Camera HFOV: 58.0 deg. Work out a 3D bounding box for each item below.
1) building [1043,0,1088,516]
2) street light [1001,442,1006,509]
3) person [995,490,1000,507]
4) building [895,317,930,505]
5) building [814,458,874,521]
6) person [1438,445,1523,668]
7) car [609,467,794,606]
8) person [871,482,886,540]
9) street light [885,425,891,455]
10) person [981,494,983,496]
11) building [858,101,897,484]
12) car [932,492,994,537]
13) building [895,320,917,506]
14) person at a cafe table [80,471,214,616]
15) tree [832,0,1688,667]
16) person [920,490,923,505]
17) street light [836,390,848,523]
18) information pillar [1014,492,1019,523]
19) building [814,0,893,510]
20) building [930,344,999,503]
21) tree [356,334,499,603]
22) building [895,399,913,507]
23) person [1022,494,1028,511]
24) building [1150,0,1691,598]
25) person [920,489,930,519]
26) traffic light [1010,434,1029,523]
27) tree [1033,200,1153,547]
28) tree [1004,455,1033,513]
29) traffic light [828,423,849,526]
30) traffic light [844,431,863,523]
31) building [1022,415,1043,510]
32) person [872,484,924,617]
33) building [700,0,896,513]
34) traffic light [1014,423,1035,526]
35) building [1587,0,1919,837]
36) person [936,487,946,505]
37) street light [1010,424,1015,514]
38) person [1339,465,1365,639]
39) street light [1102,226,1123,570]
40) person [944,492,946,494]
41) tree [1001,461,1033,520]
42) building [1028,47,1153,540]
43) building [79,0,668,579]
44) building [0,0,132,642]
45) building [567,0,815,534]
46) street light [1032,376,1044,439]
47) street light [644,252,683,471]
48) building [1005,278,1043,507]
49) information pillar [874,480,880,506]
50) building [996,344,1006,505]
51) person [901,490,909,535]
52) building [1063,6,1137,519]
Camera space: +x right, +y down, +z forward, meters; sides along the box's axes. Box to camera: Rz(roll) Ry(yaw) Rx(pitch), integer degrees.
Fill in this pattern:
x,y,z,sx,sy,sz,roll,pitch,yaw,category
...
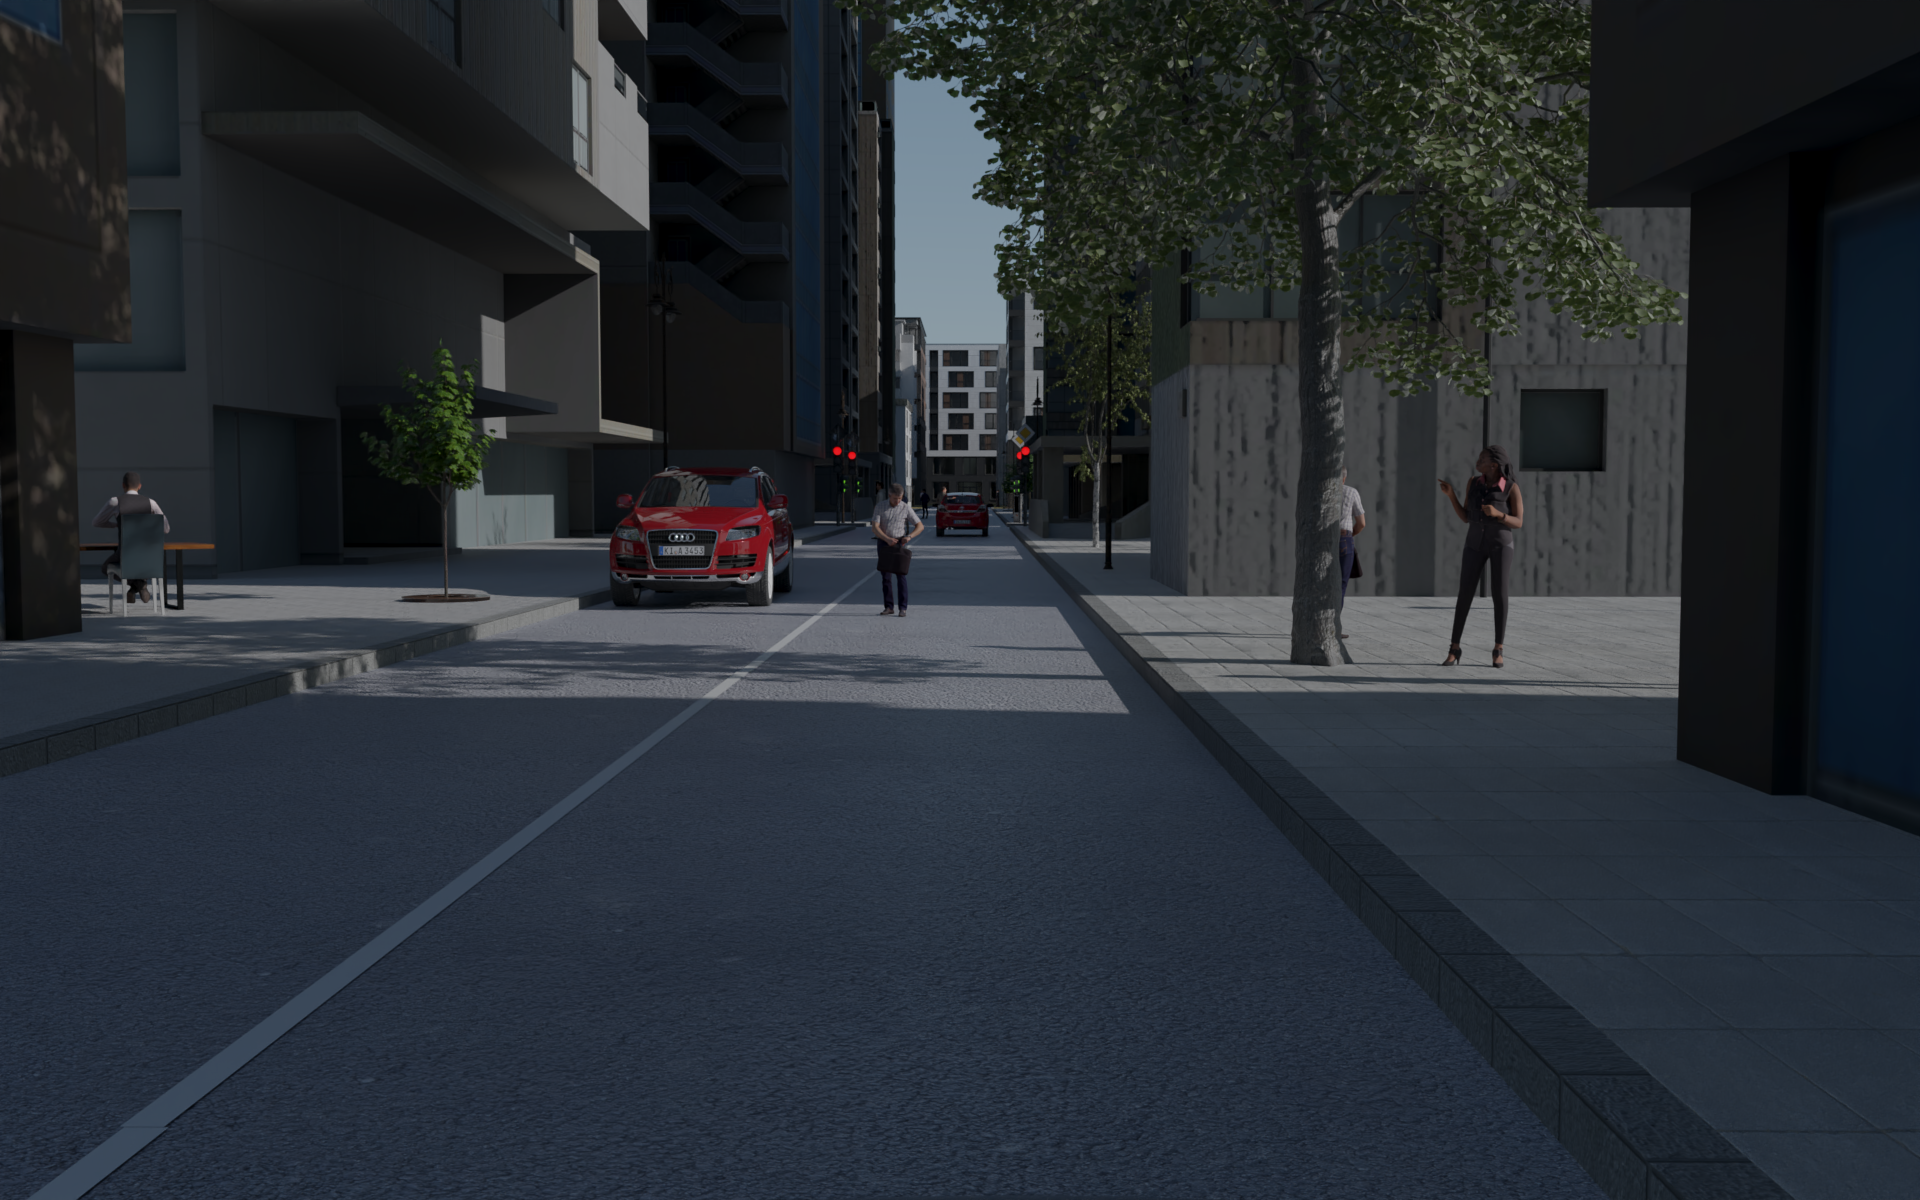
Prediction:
x,y,z,sx,sy,sz,roll,pitch,yaw,category
12.044,-25.788,105.235,14.154,41.232,14.086,0,4,1,building
3.828,-10.913,151.216,0.468,5.910,1.993,0,4,1,street light
3.696,-10.053,171.219,0.445,1.727,0.742,0,4,-1,person
-20.709,-22.636,214.075,32.646,21.610,27.936,0,4,1,building
-20.944,-24.216,87.806,32.217,40.220,23.993,0,4,1,building
3.852,-0.325,12.830,0.593,1.643,0.415,0,4,-7,person
-3.444,-0.924,23.786,2.281,1.827,5.304,0,4,-1,car
-2.563,-2.788,54.228,0.789,1.805,0.875,0,4,7,person
-4.868,-8.785,116.417,0.468,5.910,1.993,0,4,1,street light
2.432,-11.627,201.826,0.599,1.433,0.991,0,4,2,person
-12.089,-21.772,127.674,14.160,30.474,14.107,0,4,1,building
0.095,-3.099,59.717,2.155,1.783,4.494,0,4,1,car
-12.623,-20.145,185.787,16.016,20.091,11.380,0,4,1,building
-9.058,-0.631,18.837,1.698,1.524,1.622,-3,4,-38,person at a cafe table
2.303,-5.787,12.738,7.486,12.596,7.792,0,3,0,tree
-4.388,-11.673,197.840,0.436,1.711,0.756,-2,4,-28,person
-5.210,-6.373,76.985,0.468,5.910,1.993,0,4,1,street light
2.581,-4.472,77.616,0.304,2.012,0.304,1,4,15,information pillar
-14.766,-41.028,109.059,20.563,71.187,20.611,0,4,1,building
-6.800,-24.777,249.074,32.646,21.610,27.936,0,4,1,building
-6.157,-1.611,20.950,1.663,3.219,1.824,0,3,0,tree
-9.065,-13.715,166.381,9.099,9.664,28.070,0,4,1,building
4.678,-7.245,127.740,0.776,1.435,0.726,-1,4,-16,person
9.940,-15.645,27.501,14.160,30.474,14.107,0,4,1,building
-2.091,-5.619,101.077,0.504,1.737,0.576,3,4,39,person
2.647,-5.361,76.573,0.839,4.253,0.868,0,4,1,traffic light
3.472,-5.575,41.518,4.737,8.622,4.395,0,3,0,tree
4.828,-8.231,118.295,4.285,4.588,4.351,0,3,0,tree
-4.815,-4.876,68.648,0.839,4.253,0.868,0,4,1,traffic light
-4.734,-5.365,76.632,0.839,4.253,0.868,0,4,1,traffic light
16.483,-50.252,134.295,22.319,86.520,31.000,0,4,1,building
-0.735,-0.591,20.381,0.614,1.554,0.590,0,4,2,person
-12.567,-30.097,142.195,14.600,45.320,14.200,0,4,1,building
2.566,-4.873,68.589,0.839,4.253,0.868,0,4,1,traffic light
9.943,-21.414,0.231,14.600,45.320,14.200,0,4,1,building
-0.635,-4.249,78.496,0.750,1.759,0.617,-2,4,-31,person
3.476,-8.512,111.966,0.468,5.910,1.993,0,4,1,street light
3.329,-0.446,15.545,0.614,1.554,0.590,2,4,34,person
2.530,-3.460,29.353,0.468,5.910,1.993,0,4,1,street light
-1.057,-6.717,119.248,0.541,1.710,0.530,1,4,21,person
3.365,-6.050,93.513,1.663,3.219,1.824,0,3,0,tree
18.566,-22.248,55.636,32.217,40.220,23.993,0,4,1,building
-22.192,-27.372,36.772,28.713,52.752,27.495,0,4,1,building
-14.793,-21.897,8.129,14.600,45.320,14.200,0,4,1,building
-12.593,-25.170,61.636,14.200,45.320,14.600,0,4,1,building
3.049,-5.837,68.220,0.468,5.910,1.993,0,4,1,street light
-5.671,-3.701,33.298,0.468,5.910,1.993,0,4,1,street light
18.632,-20.482,178.859,27.936,21.610,32.646,0,4,1,building
-4.472,-5.438,93.400,0.304,2.012,0.304,-1,4,-10,information pillar
13.009,-21.126,211.871,16.747,18.905,31.486,0,4,1,building
-1.975,-3.045,60.346,0.319,1.574,0.516,-3,5,-39,person
19.001,-26.361,85.631,28.867,44.769,22.147,0,4,1,building
